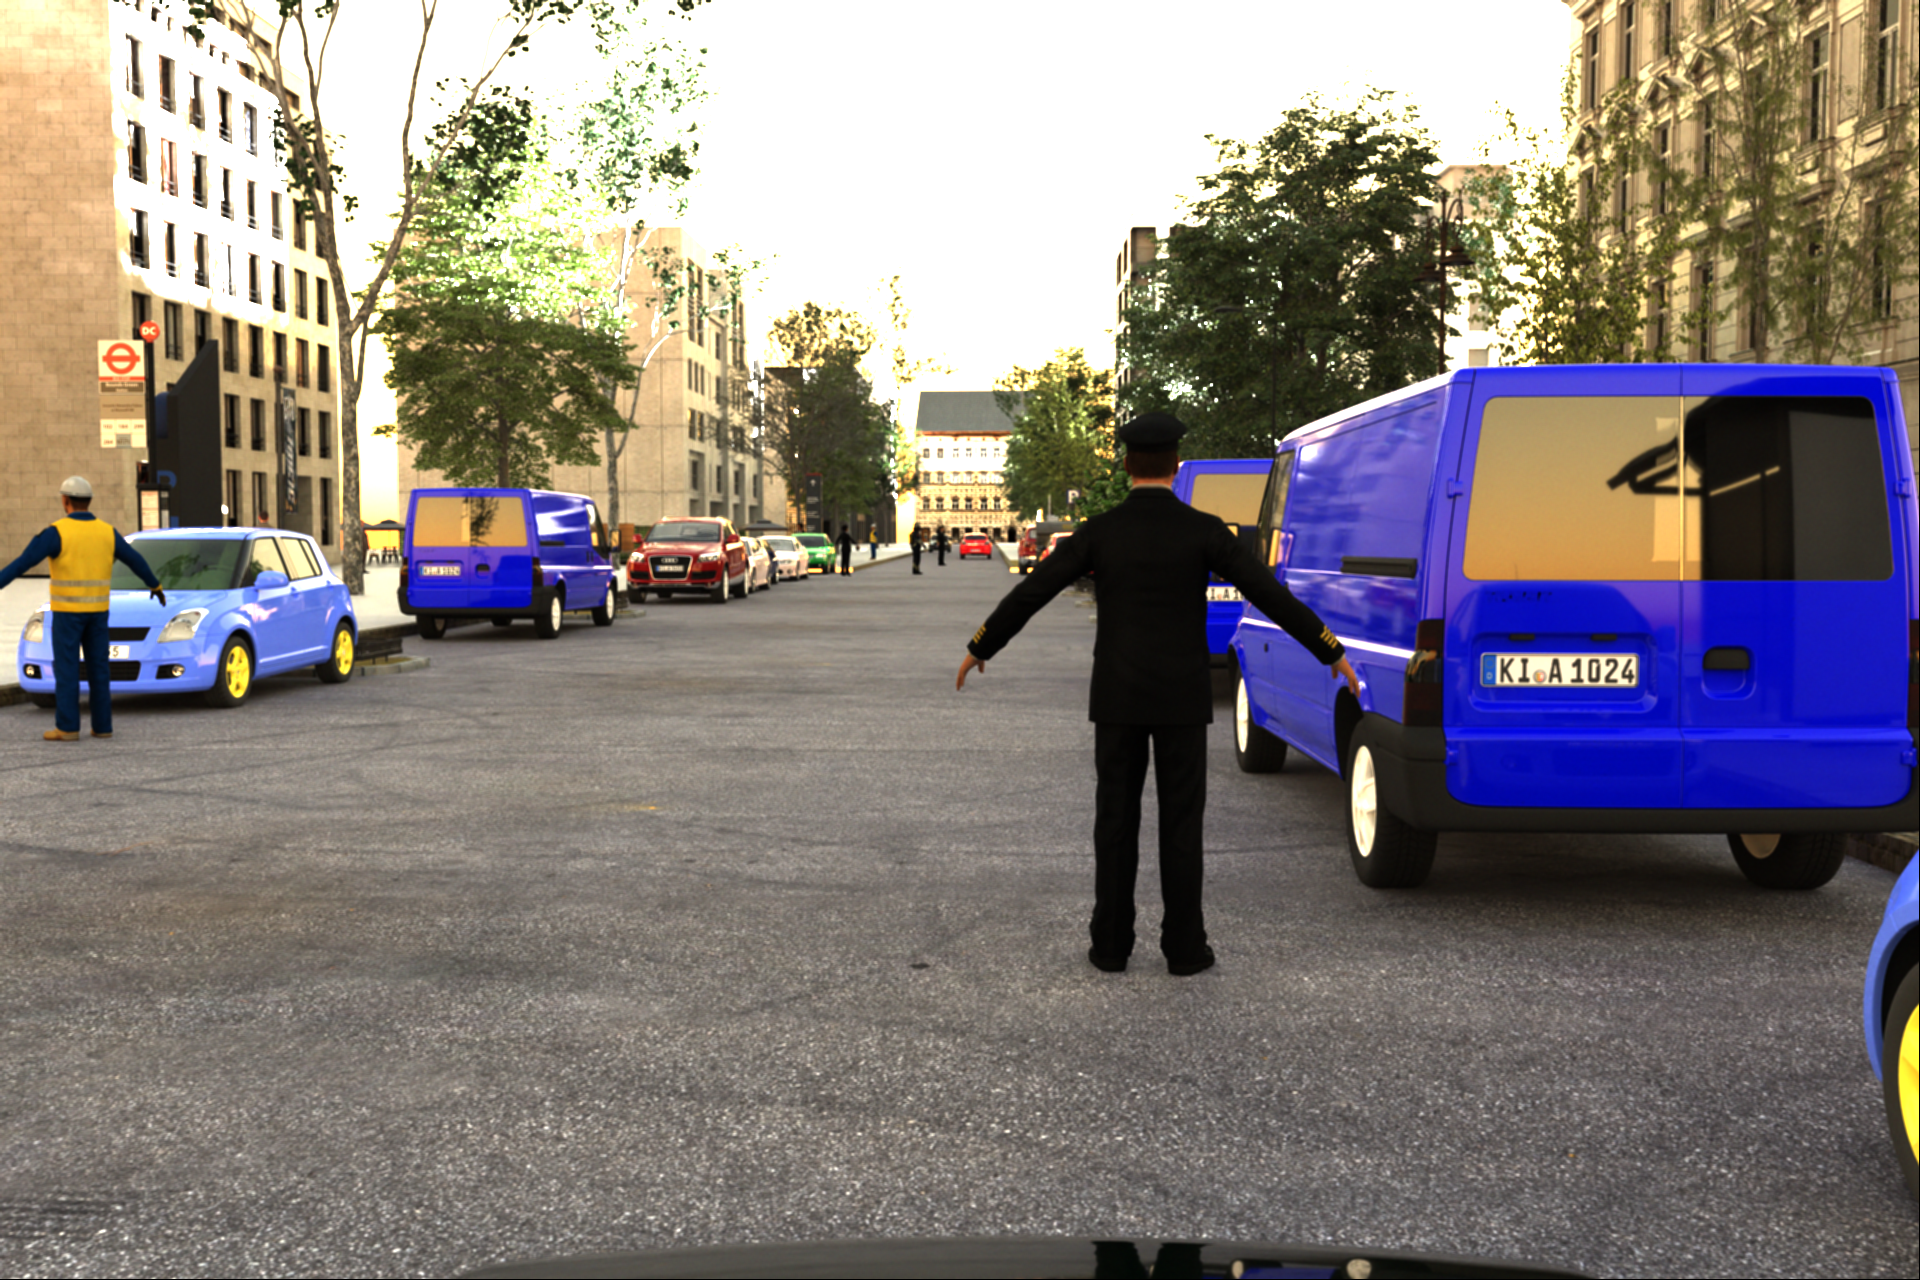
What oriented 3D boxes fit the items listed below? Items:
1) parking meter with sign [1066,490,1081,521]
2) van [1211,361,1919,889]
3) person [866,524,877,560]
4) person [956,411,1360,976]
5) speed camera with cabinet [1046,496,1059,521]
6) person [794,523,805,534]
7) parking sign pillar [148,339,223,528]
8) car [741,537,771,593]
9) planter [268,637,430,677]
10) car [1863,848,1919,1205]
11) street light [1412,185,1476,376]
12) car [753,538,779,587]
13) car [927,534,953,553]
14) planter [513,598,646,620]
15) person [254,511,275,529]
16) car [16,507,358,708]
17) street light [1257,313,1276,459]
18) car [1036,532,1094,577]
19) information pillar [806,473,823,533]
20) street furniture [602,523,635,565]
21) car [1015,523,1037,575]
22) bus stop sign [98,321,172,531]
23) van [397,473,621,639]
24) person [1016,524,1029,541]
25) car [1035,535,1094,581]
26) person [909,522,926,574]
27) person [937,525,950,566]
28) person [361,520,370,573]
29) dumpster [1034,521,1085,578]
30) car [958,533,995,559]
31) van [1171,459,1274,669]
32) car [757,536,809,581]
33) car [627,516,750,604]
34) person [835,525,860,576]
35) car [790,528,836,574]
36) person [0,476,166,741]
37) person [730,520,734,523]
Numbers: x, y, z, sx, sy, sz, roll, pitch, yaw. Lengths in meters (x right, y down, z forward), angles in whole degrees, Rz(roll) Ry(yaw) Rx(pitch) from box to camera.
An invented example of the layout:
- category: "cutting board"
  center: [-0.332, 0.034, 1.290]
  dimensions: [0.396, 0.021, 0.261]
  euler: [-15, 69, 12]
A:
- category: "parking meter with sign"
  center: [4.449, -4.344, 67.281]
  dimensions: [0.543, 3.016, 1.738]
  euler: [0, 3, 0]
- category: "van"
  center: [2.586, -0.261, 8.649]
  dimensions: [2.240, 2.365, 5.245]
  euler: [0, 4, 0]
- category: "person"
  center: [-4.407, -4.889, 86.401]
  dimensions: [0.721, 1.772, 1.216]
  euler: [-2, 4, -24]
- category: "person"
  center: [0.632, 0.164, 5.711]
  dimensions: [1.347, 1.837, 0.705]
  euler: [1, 4, 11]
- category: "speed camera with cabinet"
  center: [4.553, -5.507, 84.374]
  dimensions: [0.660, 3.252, 2.038]
  euler: [0, 4, 2]
- category: "person"
  center: [-7.858, -4.801, 84.647]
  dimensions: [1.345, 1.843, 0.704]
  euler: [2, 4, 33]
- category: "parking sign pillar"
  center: [-10.470, -2.139, 23.442]
  dimensions: [1.447, 3.967, 1.447]
  euler: [0, 4, 0]
- category: "car"
  center: [-5.867, -1.897, 43.383]
  dimensions: [2.083, 1.381, 4.827]
  euler: [0, 4, 1]
- category: "planter"
  center: [-6.747, 0.174, 18.299]
  dimensions: [1.991, 0.319, 1.994]
  euler: [0, 4, 2]
- category: "car"
  center: [2.789, 0.444, 2.340]
  dimensions: [1.945, 1.707, 3.694]
  euler: [0, 4, 1]
- category: "street light"
  center: [6.506, -3.098, 23.448]
  dimensions: [0.468, 5.910, 1.993]
  euler: [0, 4, 1]
- category: "car"
  center: [-6.123, -2.198, 48.512]
  dimensions: [1.945, 1.354, 3.894]
  euler: [0, 4, 1]
- category: "car"
  center: [-1.567, -7.708, 135.806]
  dimensions: [2.009, 1.686, 4.222]
  euler: [0, 4, 1]
- category: "planter"
  center: [-6.517, -0.537, 29.926]
  dimensions: [1.991, 0.319, 1.994]
  euler: [0, 4, 1]
- category: "person"
  center: [-14.400, -1.783, 35.722]
  dimensions: [0.617, 1.759, 0.750]
  euler: [-3, 4, -37]
- category: "car"
  center: [-6.769, -0.355, 15.398]
  dimensions: [1.945, 1.707, 3.694]
  euler: [0, 4, 1]
- category: "street light"
  center: [6.968, -3.851, 35.505]
  dimensions: [1.470, 5.913, 1.316]
  euler: [0, 4, 1]
- category: "car"
  center: [3.284, -2.492, 49.791]
  dimensions: [2.155, 1.783, 4.494]
  euler: [0, 4, 1]
- category: "information pillar"
  center: [-6.237, -5.185, 74.149]
  dimensions: [0.750, 3.857, 0.750]
  euler: [0, 4, 2]
- category: "street furniture"
  center: [-15.257, -4.022, 72.610]
  dimensions: [11.010, 1.723, 9.812]
  euler: [-2, 4, -30]
- category: "car"
  center: [3.137, -3.296, 62.564]
  dimensions: [2.281, 1.827, 5.304]
  euler: [0, 4, 1]
- category: "bus stop sign"
  center: [-10.363, -2.024, 21.794]
  dimensions: [0.855, 3.939, 0.416]
  euler: [0, 3, 0]
- category: "van"
  center: [-6.408, -1.280, 25.317]
  dimensions: [2.240, 2.365, 5.245]
  euler: [0, 4, 1]
- category: "person"
  center: [3.676, -5.298, 92.803]
  dimensions: [1.347, 1.806, 0.705]
  euler: [-1, 4, -9]
- category: "car"
  center: [3.369, -2.683, 54.091]
  dimensions: [2.015, 1.641, 3.980]
  euler: [0, 4, 1]
- category: "person"
  center: [-1.520, -3.266, 61.634]
  dimensions: [0.705, 1.856, 1.354]
  euler: [-1, 4, -20]
- category: "person"
  center: [-0.812, -4.306, 78.803]
  dimensions: [0.705, 1.837, 1.347]
  euler: [1, 4, 22]
- category: "person"
  center: [-19.490, -3.055, 56.538]
  dimensions: [0.434, 1.755, 0.990]
  euler: [0, 4, 1]
- category: "dumpster"
  center: [3.380, -2.988, 57.062]
  dimensions: [1.865, 1.857, 1.264]
  euler: [0, 4, 1]
- category: "car"
  center: [0.921, -5.548, 99.747]
  dimensions: [2.155, 1.783, 4.494]
  euler: [0, 4, 1]
- category: "van"
  center: [2.625, -0.743, 16.528]
  dimensions: [2.240, 2.365, 5.245]
  euler: [0, 4, 0]
- category: "car"
  center: [-5.815, -2.561, 54.238]
  dimensions: [2.083, 1.381, 4.827]
  euler: [0, 4, 1]
- category: "car"
  center: [-5.808, -1.759, 37.425]
  dimensions: [2.281, 1.827, 5.304]
  euler: [0, 4, 1]
- category: "person"
  center: [-3.863, -3.064, 59.281]
  dimensions: [1.216, 1.740, 0.721]
  euler: [3, 5, 44]
- category: "car"
  center: [-5.519, -3.317, 63.035]
  dimensions: [1.959, 1.807, 4.718]
  euler: [0, 4, 1]
- category: "person"
  center: [-6.171, -0.226, 12.118]
  dimensions: [0.705, 1.833, 1.349]
  euler: [3, 4, 37]
- category: "person"
  center: [-9.540, -4.061, 72.164]
  dimensions: [0.705, 1.858, 1.354]
  euler: [0, 4, -8]
